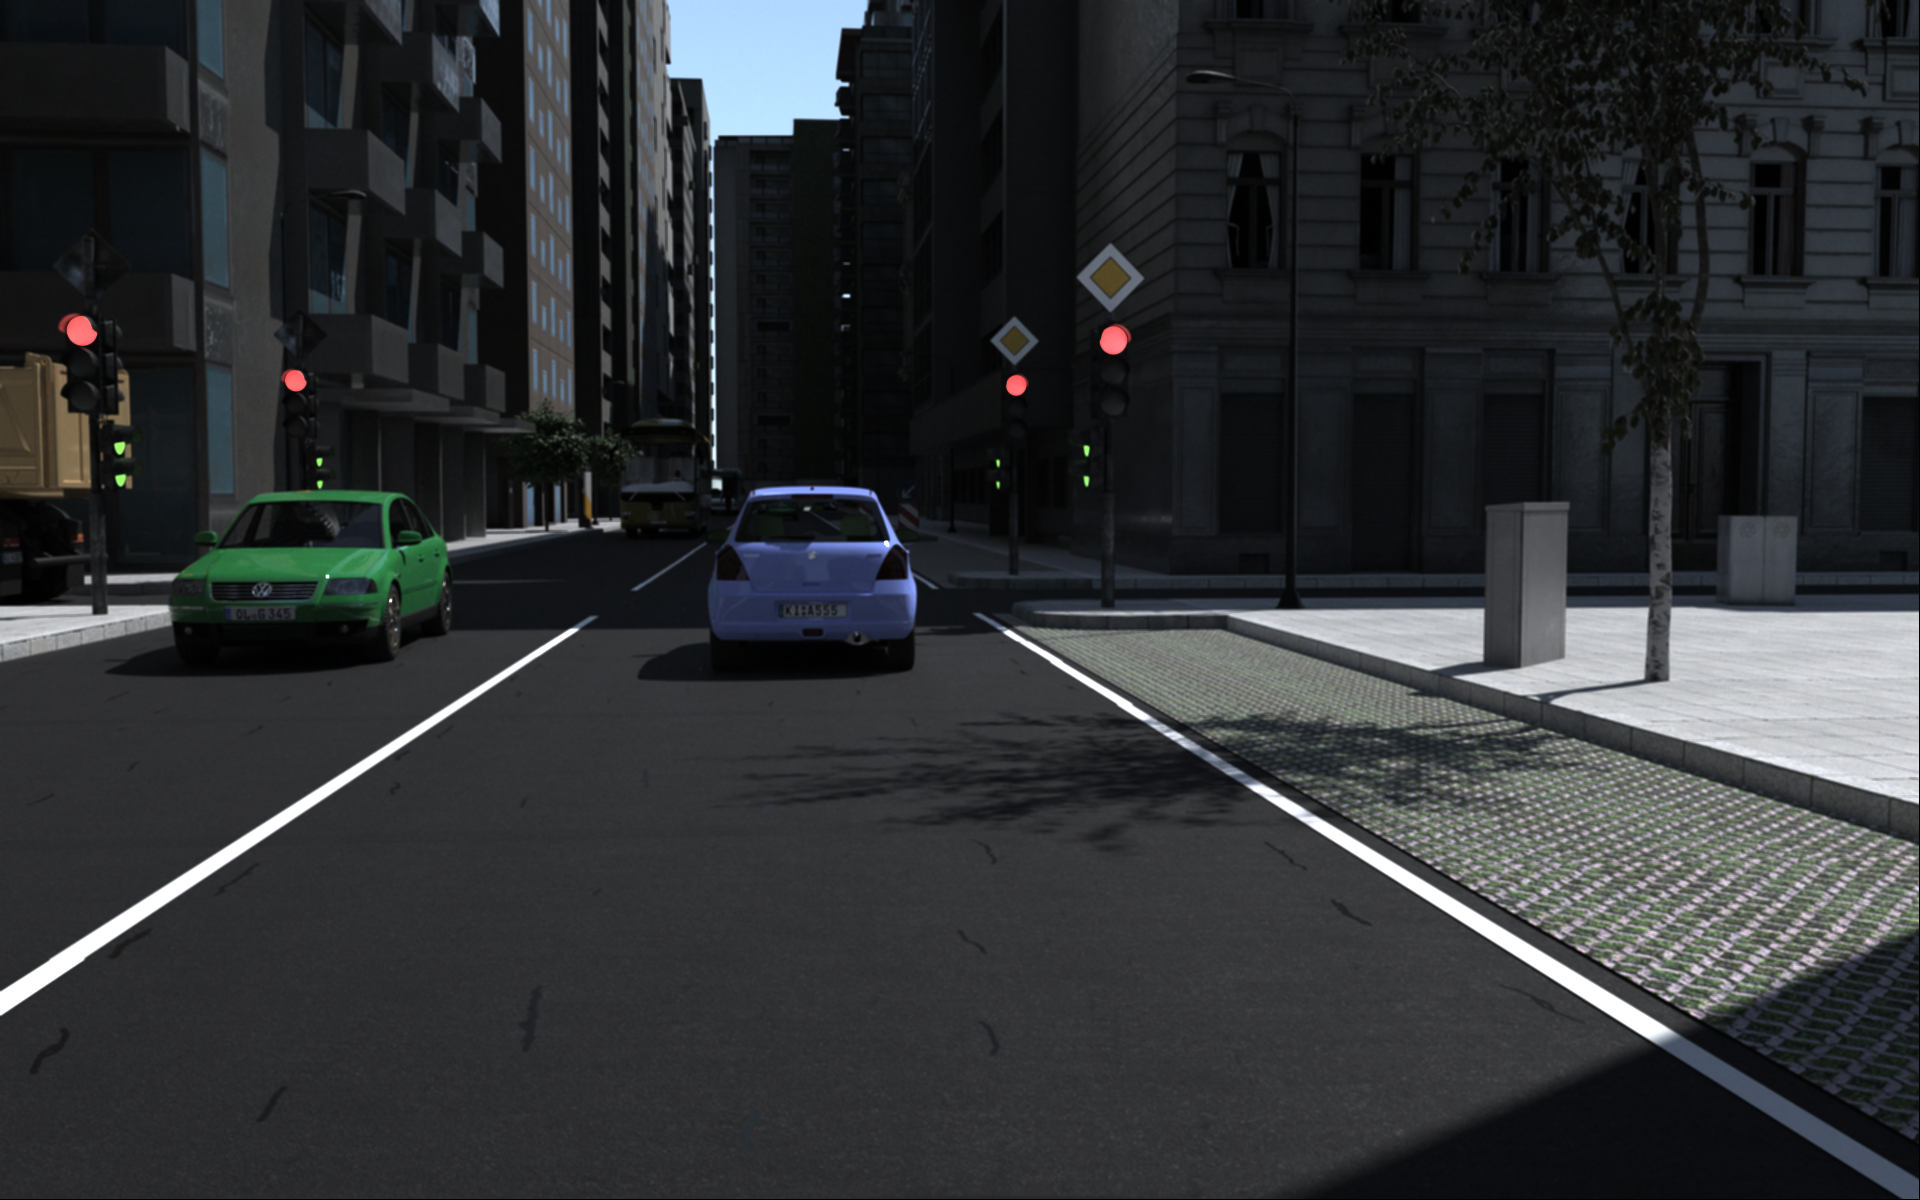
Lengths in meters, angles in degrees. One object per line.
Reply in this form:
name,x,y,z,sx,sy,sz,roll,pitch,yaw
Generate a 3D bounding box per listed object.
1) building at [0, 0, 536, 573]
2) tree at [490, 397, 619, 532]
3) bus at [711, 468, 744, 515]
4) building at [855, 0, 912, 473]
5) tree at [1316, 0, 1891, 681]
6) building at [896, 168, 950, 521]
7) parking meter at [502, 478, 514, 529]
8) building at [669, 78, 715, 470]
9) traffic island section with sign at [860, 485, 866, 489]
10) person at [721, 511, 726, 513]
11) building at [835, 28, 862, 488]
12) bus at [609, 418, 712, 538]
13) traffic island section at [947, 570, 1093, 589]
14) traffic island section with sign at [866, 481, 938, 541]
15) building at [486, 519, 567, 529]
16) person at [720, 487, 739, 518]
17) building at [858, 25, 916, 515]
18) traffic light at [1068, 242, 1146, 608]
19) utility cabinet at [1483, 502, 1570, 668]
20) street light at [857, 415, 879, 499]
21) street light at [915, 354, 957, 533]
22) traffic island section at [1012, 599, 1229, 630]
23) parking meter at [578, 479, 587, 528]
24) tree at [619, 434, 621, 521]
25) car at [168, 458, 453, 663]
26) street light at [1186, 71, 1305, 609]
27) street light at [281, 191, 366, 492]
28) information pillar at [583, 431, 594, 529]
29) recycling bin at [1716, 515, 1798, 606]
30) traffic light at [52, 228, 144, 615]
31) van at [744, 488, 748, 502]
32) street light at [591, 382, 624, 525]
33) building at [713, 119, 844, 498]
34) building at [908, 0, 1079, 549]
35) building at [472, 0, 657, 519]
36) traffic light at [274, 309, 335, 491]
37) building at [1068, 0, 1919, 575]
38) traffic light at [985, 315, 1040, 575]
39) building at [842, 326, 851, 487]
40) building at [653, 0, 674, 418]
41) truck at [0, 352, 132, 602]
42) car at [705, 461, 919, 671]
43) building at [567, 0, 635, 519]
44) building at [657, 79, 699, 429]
building,-23.073,-25.624,38.554,23.786,49.044,30.456,0,4,-6
tree,-14.109,-4.584,58.664,4.285,4.588,4.351,0,3,0
bus,-16.635,-7.728,121.207,2.948,3.499,13.247,0,4,-5
building,3.995,-31.491,134.484,23.786,49.044,30.456,0,4,-6
tree,4.569,-3.751,11.689,4.360,8.622,3.978,0,3,0
building,4.189,-16.295,85.503,14.460,24.649,34.723,0,4,-6
parking meter,-16.530,-3.527,63.375,0.255,1.863,0.399,1,4,18
building,-38.735,-34.841,193.356,21.600,48.544,21.300,0,4,-6
traffic island section with sign,-4.505,-4.353,79.802,1.989,1.847,2.006,0,4,-6
person,-17.891,-7.487,130.896,0.705,1.826,1.348,1,4,15
building,-0.548,-31.162,164.117,22.147,44.769,28.867,0,4,-6
bus,-10.087,-4.181,59.909,2.896,3.916,12.252,0,4,-6
traffic island section,0.876,-0.321,27.532,2.009,0.180,2.903,0,4,-6
traffic island section with sign,-1.741,-2.710,52.944,1.989,1.847,2.006,0,4,-6
building,-23.457,-25.624,69.059,14.600,45.320,14.200,0,4,-6
person,-13.907,-5.872,104.140,0.705,1.869,1.348,3,5,45
building,0.385,-20.785,111.542,14.160,30.474,14.107,0,4,-6
traffic light,1.653,-1.868,19.470,0.839,4.253,0.868,0,4,-6
utility cabinet,4.311,-0.124,13.197,0.306,1.237,1.020,3,4,37
street light,-5.350,-7.899,101.687,1.470,5.913,1.316,0,4,-6
street light,-0.801,-5.193,57.454,1.470,5.913,1.316,0,4,-6
traffic island section,1.694,0.165,19.588,2.009,0.180,2.903,0,4,-6
parking meter,-14.366,-3.698,66.181,0.399,1.863,0.255,-2,4,-24
tree,-16.756,-6.055,82.710,4.285,4.588,4.351,0,3,0
car,-5.911,-0.449,16.145,1.959,1.807,4.718,0,4,-8
street light,3.177,-2.857,19.257,1.470,5.913,1.316,0,4,-6
street light,-9.808,-3.310,26.663,1.470,5.913,1.316,0,4,-6
information pillar,-13.834,-4.465,64.349,0.183,3.616,0.504,1,4,14
recycling bin,9.302,-0.470,20.241,0.722,1.027,0.722,1,4,12
traffic light,-9.149,-1.800,18.346,0.839,4.253,0.868,0,4,-6
van,-20.499,-9.437,158.670,2.240,2.365,5.245,0,4,-7
street light,-14.566,-6.060,71.622,1.470,5.913,1.316,0,4,-6
building,-20.054,-31.084,191.809,14.086,41.232,14.154,0,4,-6
building,6.561,-14.323,53.246,14.314,24.678,30.058,0,4,-6
building,-26.317,-27.928,106.739,14.600,45.320,14.200,0,4,-6
traffic light,-9.968,-2.286,26.289,0.839,4.253,0.868,0,4,-6
building,11.695,-11.199,32.254,18.267,20.994,9.793,0,4,-6
traffic light,0.835,-2.354,27.414,0.839,4.253,0.868,0,4,-6
building,0.894,-21.793,201.347,28.899,21.520,27.650,0,4,-6
building,-35.249,-32.861,126.513,28.713,52.752,27.495,0,4,-6
truck,-16.001,-1.593,21.966,9.791,3.379,3.469,0,4,-4
car,-1.310,-0.356,15.414,1.945,1.707,3.694,0,4,-5
building,-24.990,-19.565,91.584,14.160,30.474,14.107,0,4,-6
building,-36.465,-28.588,159.301,23.993,40.220,32.217,0,4,-6
